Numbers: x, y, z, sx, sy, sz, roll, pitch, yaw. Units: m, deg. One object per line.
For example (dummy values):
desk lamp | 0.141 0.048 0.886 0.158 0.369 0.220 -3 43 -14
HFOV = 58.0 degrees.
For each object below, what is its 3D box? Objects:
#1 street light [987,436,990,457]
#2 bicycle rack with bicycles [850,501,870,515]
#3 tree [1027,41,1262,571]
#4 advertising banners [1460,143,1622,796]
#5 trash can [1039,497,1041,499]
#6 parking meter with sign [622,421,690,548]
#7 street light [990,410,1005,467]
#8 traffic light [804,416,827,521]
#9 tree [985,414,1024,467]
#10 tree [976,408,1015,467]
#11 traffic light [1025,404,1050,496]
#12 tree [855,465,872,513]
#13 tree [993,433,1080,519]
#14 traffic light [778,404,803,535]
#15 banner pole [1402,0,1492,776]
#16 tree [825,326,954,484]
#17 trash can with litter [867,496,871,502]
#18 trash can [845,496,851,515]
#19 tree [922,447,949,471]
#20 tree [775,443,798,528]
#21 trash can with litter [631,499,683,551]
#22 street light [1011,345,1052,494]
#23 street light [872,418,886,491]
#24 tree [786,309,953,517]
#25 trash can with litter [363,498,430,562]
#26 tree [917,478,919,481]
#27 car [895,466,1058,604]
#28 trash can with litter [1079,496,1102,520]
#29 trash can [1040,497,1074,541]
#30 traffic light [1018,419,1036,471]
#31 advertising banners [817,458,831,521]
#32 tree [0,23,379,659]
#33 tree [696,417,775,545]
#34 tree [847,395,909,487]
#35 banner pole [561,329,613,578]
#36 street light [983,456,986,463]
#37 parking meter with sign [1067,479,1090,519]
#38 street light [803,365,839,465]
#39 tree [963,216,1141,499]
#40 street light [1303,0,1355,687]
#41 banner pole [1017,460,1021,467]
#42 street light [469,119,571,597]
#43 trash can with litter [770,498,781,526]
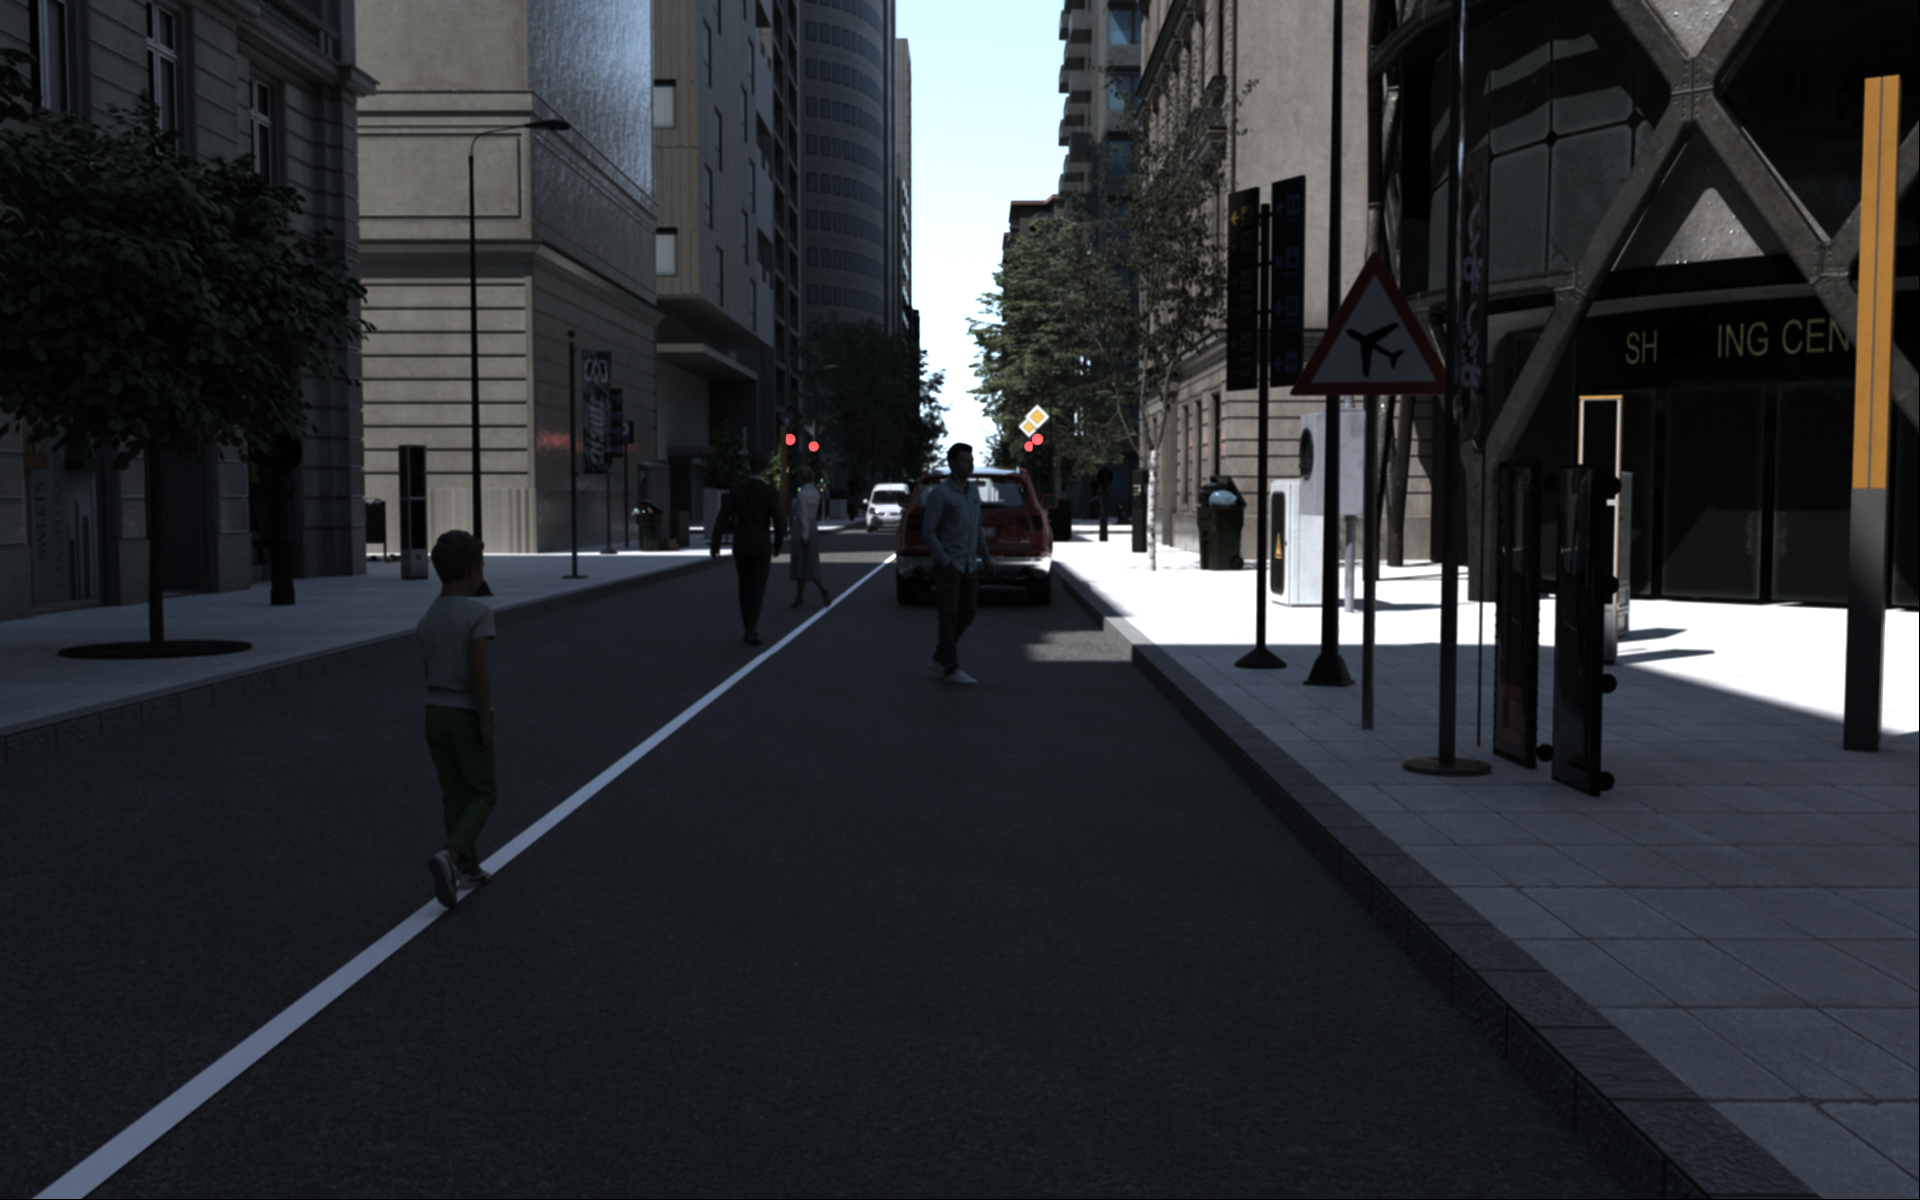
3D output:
street light | 2.995 -10.075 137.275 1.470 5.913 1.316 0 4 0
bicycle rack with bicycles | -6.471 -5.815 108.459 2.852 0.926 2.925 1 4 11
tree | 3.180 -4.806 28.940 4.360 8.622 3.978 0 3 0
advertising banners | 2.661 -0.735 8.199 0.090 3.025 2.074 0 4 -2
trash can | 4.355 -5.350 99.121 0.748 1.137 0.748 0 3 0
parking meter with sign | -7.382 -2.794 41.941 1.738 3.016 0.543 -3 5 -44
street light | 2.529 -7.470 94.675 1.470 5.913 1.316 0 4 0
traffic light | -5.201 -4.481 62.180 0.839 4.253 0.868 0 4 0
tree | 4.177 -10.950 129.393 4.360 8.622 3.978 0 3 0
tree | 3.634 -11.758 142.610 4.737 8.622 4.395 0 3 0
traffic light | 2.391 -3.989 54.145 0.839 4.253 0.868 0 4 0
tree | -6.782 -7.508 117.358 1.663 3.219 1.824 0 3 0
tree | 4.169 -5.992 81.677 4.285 4.588 4.351 0 3 0
traffic light | -5.270 -3.992 54.195 0.839 4.253 0.868 0 4 0
banner pole | 2.208 -1.083 7.722 0.401 3.779 0.863 1 4 14
tree | -5.592 -13.695 130.566 9.857 13.997 8.962 0 3 0
trash can with litter | -6.797 -7.712 137.471 1.055 1.170 0.624 -1 4 -18
trash can | -7.018 -5.737 105.453 0.748 1.137 0.748 0 3 0
tree | -4.980 -22.158 296.686 8.767 10.594 7.601 -2 4 -24
tree | -6.891 -4.343 65.605 1.663 3.219 1.824 0 3 0
trash can with litter | -6.814 -1.687 38.975 1.055 1.170 0.624 -3 5 -43
street light | 2.289 -4.990 54.133 1.470 5.913 1.316 0 4 0
street light | -4.754 -8.123 105.356 1.470 5.913 1.316 0 4 0
tree | -5.910 -10.473 96.985 9.928 11.665 9.643 0 3 0
trash can with litter | -10.864 -1.339 32.955 2.233 1.210 1.678 0 4 8
tree | -4.019 -16.476 253.098 4.285 4.588 4.351 0 3 0
car | 0.234 -0.943 24.084 2.281 1.827 5.304 0 4 2
trash can with litter | 6.530 -4.613 86.804 1.055 1.170 0.624 -1 4 -12
trash can | 2.730 -2.166 47.070 0.748 1.137 0.748 0 3 0
traffic light | 2.460 -4.478 62.130 0.839 4.253 0.868 0 4 0
advertising banners | -6.568 -5.327 83.289 0.090 3.025 2.074 1 4 16
tree | -6.499 -1.850 13.960 4.285 4.588 4.351 0 3 0
tree | -5.808 -3.017 43.934 1.663 3.219 1.824 0 3 0
tree | -5.785 -10.518 122.334 4.737 8.622 4.395 0 3 0
banner pole | -5.701 -2.233 26.519 0.863 3.779 0.401 -2 4 -32
street light | 3.276 -12.092 170.252 1.470 5.913 1.316 0 4 0
parking meter with sign | 5.958 -5.751 90.292 1.738 3.016 0.543 1 4 18
street light | -5.083 -5.512 62.660 1.470 5.913 1.316 0 4 0
tree | 3.617 -9.383 71.533 7.486 12.596 7.792 0 3 0
street light | 1.955 -2.385 11.533 1.470 5.913 1.316 0 4 0
banner pole | 3.008 -6.029 88.594 0.401 3.779 0.863 -1 4 -17
street light | -5.524 -3.002 21.627 1.470 5.913 1.316 0 4 0
trash can with litter | -7.462 -3.515 68.525 1.678 1.210 2.233 1 4 16
